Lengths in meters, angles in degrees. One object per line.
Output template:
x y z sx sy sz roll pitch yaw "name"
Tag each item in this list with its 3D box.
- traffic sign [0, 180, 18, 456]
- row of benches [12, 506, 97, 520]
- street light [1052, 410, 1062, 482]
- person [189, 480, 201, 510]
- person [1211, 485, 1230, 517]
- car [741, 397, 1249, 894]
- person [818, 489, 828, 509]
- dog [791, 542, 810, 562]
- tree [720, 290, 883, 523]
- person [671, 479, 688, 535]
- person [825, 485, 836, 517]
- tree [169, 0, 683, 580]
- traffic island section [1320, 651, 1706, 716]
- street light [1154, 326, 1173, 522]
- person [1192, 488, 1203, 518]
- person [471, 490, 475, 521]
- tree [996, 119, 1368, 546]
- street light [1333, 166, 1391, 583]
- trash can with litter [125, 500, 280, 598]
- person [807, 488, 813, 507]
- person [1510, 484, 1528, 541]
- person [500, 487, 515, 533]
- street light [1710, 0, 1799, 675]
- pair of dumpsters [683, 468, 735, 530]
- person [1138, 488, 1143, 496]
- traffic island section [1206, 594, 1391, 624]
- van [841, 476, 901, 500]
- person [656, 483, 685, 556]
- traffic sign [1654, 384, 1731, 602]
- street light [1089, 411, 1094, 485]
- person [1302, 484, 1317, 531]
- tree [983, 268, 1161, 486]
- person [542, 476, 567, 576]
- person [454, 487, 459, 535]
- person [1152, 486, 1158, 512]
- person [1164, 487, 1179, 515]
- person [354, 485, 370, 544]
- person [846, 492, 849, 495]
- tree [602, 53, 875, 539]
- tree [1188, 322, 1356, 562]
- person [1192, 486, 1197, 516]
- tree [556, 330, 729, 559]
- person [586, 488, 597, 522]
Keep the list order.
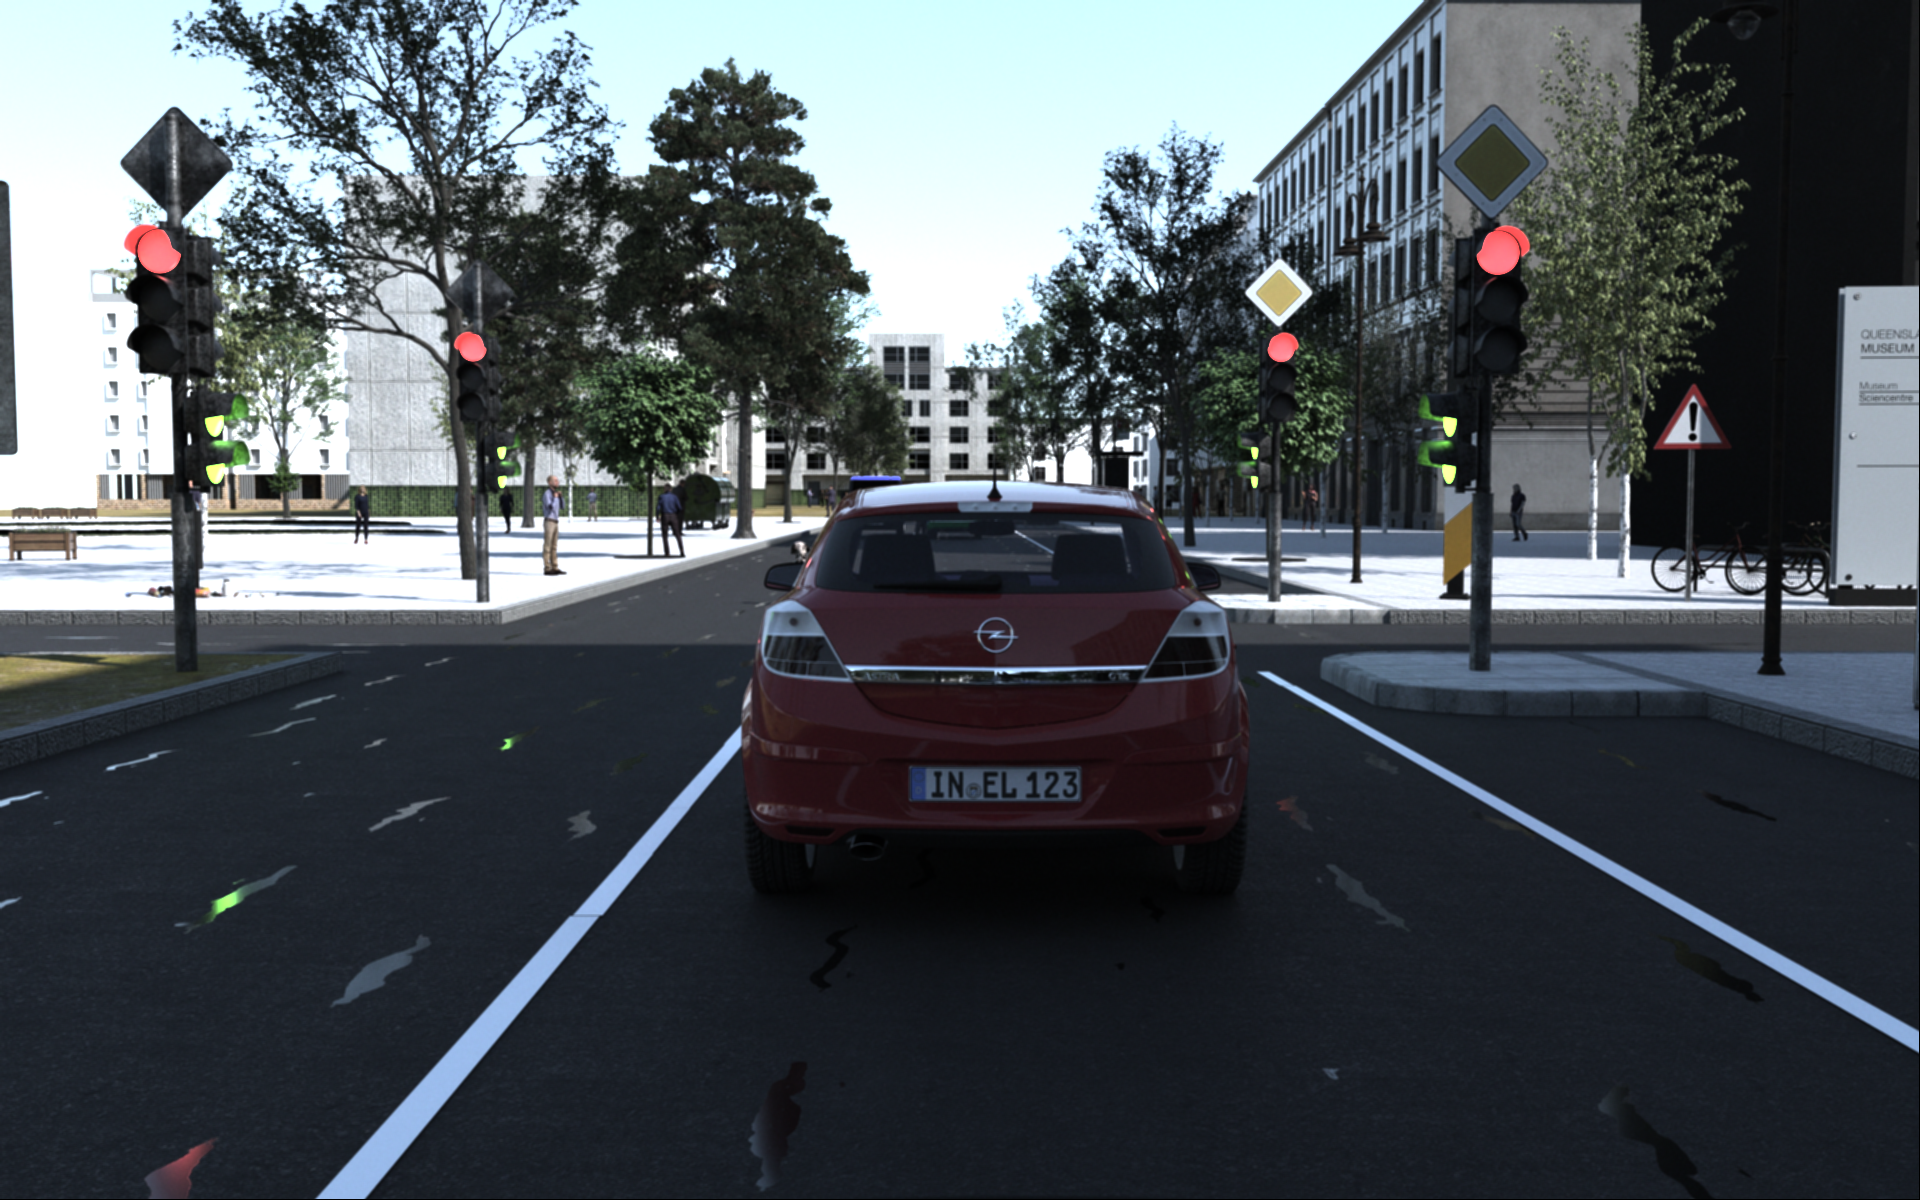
-7.292 -1.065 11.284 2.265 3.308 0.079 0 3 0 "traffic sign"
-45.537 -4.372 86.948 4.104 0.672 1.422 0 4 0 "row of benches"
5.299 -7.438 94.393 0.468 5.910 1.993 0 4 0 "street light"
-21.644 -2.558 48.790 0.541 1.710 0.530 2 4 27 "person"
14.821 -5.638 98.236 0.705 1.823 1.348 -3 5 -41 "person"
0.145 0.082 7.704 2.155 1.783 4.494 0 4 1 "car"
-13.610 -10.029 170.735 0.721 1.735 1.217 -3 5 -42 "person"
-2.046 -0.320 22.064 0.513 0.831 0.800 1 4 17 "dog"
-7.501 -9.239 76.817 9.928 11.665 9.643 0 3 0 "tree"
-8.659 -2.869 53.644 0.565 1.739 0.600 1 4 9 "person"
-7.199 -5.431 95.287 0.568 1.767 0.683 2 4 34 "person"
-7.688 -5.582 25.674 7.601 10.594 8.767 -1 4 -10 "tree"
3.810 0.591 12.624 2.009 0.180 2.903 0 4 0 "traffic island section"
5.561 -4.586 47.767 0.468 5.910 1.993 0 4 0 "street light"
12.505 -5.121 91.471 0.444 1.614 0.593 -3 5 -42 "person"
-23.584 -4.612 83.713 0.388 1.546 0.482 -1 4 -10 "person"
5.707 -6.613 42.533 8.767 10.594 7.601 0 4 7 "tree"
5.730 -3.185 24.856 0.468 5.910 1.993 0 4 0 "street light"
-9.772 -0.675 22.094 1.678 1.210 2.233 -2 4 -35 "trash can with litter"
-14.449 -9.895 167.689 0.599 1.838 0.709 -2 4 -31 "person"
15.270 -2.383 47.214 0.471 1.553 0.569 1 4 9 "person"
-14.849 -2.946 56.753 0.480 1.512 0.613 -1 4 -21 "person"
5.779 -2.408 12.158 0.468 5.910 1.993 0 4 0 "street light"
-9.184 -3.698 62.950 1.574 2.255 4.436 0 4 0 "pair of dumpsters"
8.629 -4.601 83.236 0.435 1.587 0.963 1 4 15 "person"
3.762 0.102 20.609 2.009 0.180 2.903 0 4 0 "traffic island section"
-2.783 -3.254 57.584 2.240 2.365 5.245 0 4 -2 "van"
-5.845 -1.615 35.137 0.574 1.496 0.600 0 4 1 "person"
8.669 -1.257 20.556 0.884 2.594 0.081 0 4 6 "traffic sign"
5.477 -6.036 71.483 0.468 5.910 1.993 0 4 0 "street light"
12.298 -3.267 60.928 0.593 1.643 0.415 -2 4 -33 "person"
6.234 -9.344 78.527 9.928 11.665 9.643 0 3 0 "tree"
-6.434 -1.183 27.445 0.319 1.574 0.516 1 4 15 "person"
-15.653 -2.819 54.350 0.429 1.552 0.499 1 4 12 "person"
13.010 -6.693 115.451 0.705 1.826 1.348 0 4 0 "person"
13.096 -6.216 108.466 1.217 1.735 0.721 2 4 25 "person"
-15.422 -2.201 44.568 0.613 1.512 0.480 2 4 28 "person"
-7.327 -6.575 115.013 0.593 1.643 0.415 -2 4 -35 "person"
-6.326 -8.673 49.227 7.806 13.903 7.818 0 3 0 "tree"
6.039 -3.037 33.362 4.285 4.588 4.351 0 3 0 "tree"
13.659 -5.820 101.914 0.721 1.743 1.217 0 4 -6 "person"
-6.336 -3.125 34.809 4.285 4.588 4.351 0 3 0 "tree"
-17.087 -4.422 80.412 0.516 1.574 0.319 -2 4 -29 "person"
